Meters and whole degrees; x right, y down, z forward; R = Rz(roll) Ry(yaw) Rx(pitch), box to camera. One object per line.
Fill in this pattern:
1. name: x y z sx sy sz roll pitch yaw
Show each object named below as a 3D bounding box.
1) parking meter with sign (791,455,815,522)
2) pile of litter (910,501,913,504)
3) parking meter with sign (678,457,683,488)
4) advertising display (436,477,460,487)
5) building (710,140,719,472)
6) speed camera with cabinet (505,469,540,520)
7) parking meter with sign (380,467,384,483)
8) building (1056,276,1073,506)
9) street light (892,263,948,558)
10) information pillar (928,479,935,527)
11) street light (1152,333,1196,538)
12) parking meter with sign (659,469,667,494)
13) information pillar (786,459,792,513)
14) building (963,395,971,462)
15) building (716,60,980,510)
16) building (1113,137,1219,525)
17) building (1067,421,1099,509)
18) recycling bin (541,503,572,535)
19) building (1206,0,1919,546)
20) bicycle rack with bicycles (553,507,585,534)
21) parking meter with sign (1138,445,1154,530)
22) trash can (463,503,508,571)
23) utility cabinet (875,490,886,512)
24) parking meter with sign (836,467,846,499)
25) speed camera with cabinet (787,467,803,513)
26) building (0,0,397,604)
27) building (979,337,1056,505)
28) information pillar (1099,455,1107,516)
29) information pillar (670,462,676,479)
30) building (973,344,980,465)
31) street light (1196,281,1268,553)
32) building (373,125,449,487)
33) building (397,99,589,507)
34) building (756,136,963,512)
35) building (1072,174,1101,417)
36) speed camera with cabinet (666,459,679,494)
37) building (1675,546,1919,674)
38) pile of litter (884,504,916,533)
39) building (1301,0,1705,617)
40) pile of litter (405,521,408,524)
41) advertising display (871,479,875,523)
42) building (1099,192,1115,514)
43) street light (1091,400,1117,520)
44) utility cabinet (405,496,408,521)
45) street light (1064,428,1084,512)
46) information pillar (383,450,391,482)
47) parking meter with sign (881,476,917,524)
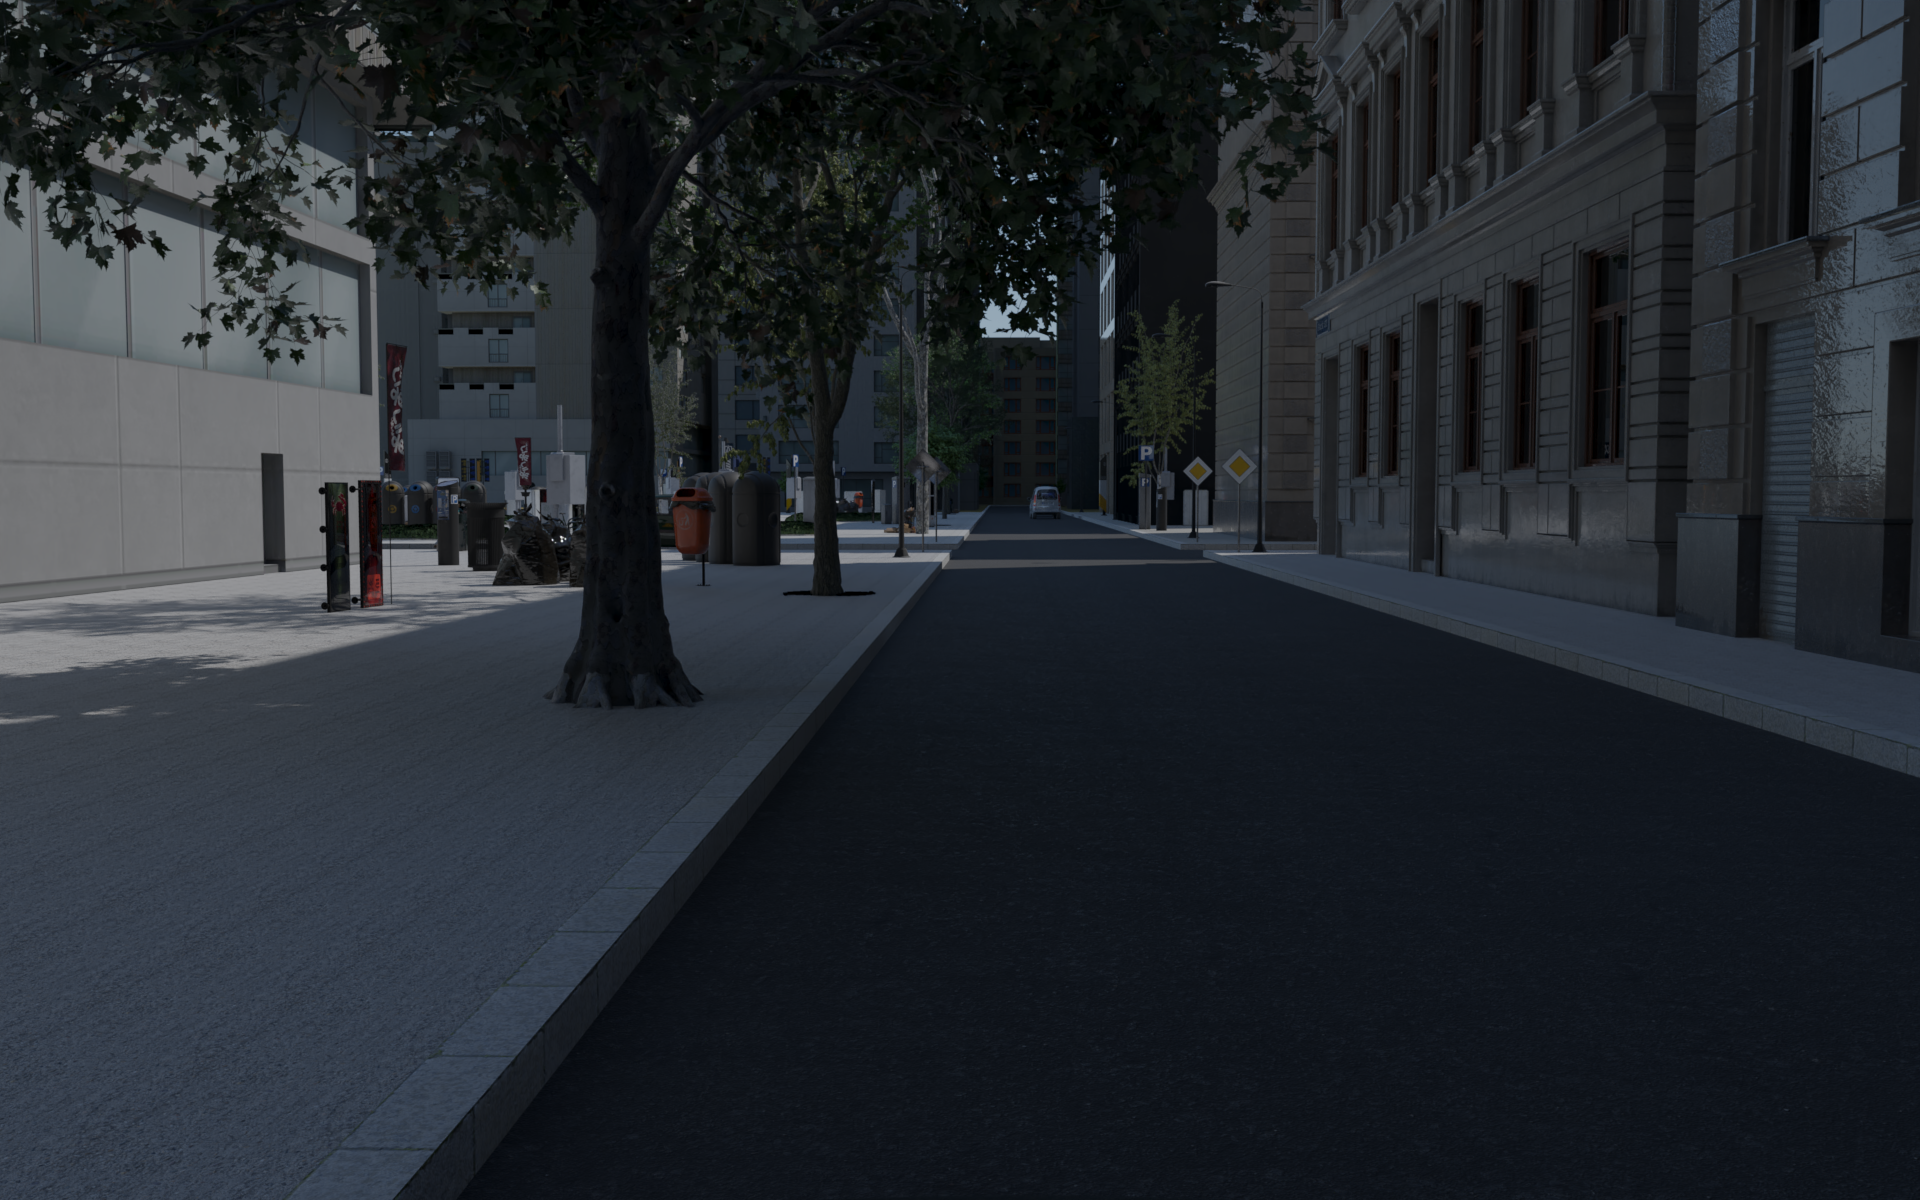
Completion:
1. parking meter with sign: -6.526 -4.893 76.254 1.738 3.016 0.543 1 4 22
2. pile of litter: -2.875 -5.009 95.868 1.719 0.858 1.176 1 4 16
3. parking meter with sign: -12.197 -5.158 80.600 1.738 3.016 0.543 0 4 5
4. advertising display: -19.213 -3.659 65.031 0.123 1.923 0.974 3 5 40
5. building: -19.470 -31.026 190.866 14.086 41.232 14.154 0 4 1
6. speed camera with cabinet: -16.963 -4.506 68.007 0.660 3.252 2.038 2 4 28
7. parking meter with sign: -36.431 -6.998 110.672 0.543 3.016 1.738 1 4 22
8. building: 17.487 -30.922 189.170 14.154 41.232 14.086 0 4 1
9. street light: -0.642 -3.811 34.843 1.470 5.913 1.316 0 4 1
10. information pillar: -1.185 -3.819 66.929 0.304 2.012 0.304 3 4 38
11. street light: 6.253 -4.751 50.227 1.470 5.913 1.316 0 4 1
12. parking meter with sign: -19.972 -7.461 118.246 0.543 3.016 1.738 -2 4 -30
13. information pillar: -11.370 -7.569 115.114 0.183 3.616 0.504 -3 5 -42
14. building: -6.043 -23.970 163.608 14.160 30.474 14.107 0 4 1
15. building: -8.648 -43.232 145.094 20.563 71.187 20.611 0 4 1
16. building: 13.634 -15.185 77.947 12.332 23.373 15.834 0 4 1
17. building: 20.362 -50.406 136.817 22.319 86.520 31.000 0 4 1
18. recycling bin: -11.805 -2.334 50.722 0.722 1.027 0.722 0 4 5
19. building: 20.477 -15.536 51.284 25.104 27.353 12.463 0 4 1
20. bicycle rack with bicycles: -10.028 -2.124 48.103 2.925 0.926 2.852 -1 4 -21
21. parking meter with sign: 6.739 -4.078 62.943 0.543 3.016 1.738 0 4 5
22. trash can: -7.922 -1.058 28.947 0.748 1.137 0.748 0 3 0
23. utility cabinet: -3.999 -4.791 87.019 0.318 1.500 1.173 -1 4 -16
24. parking meter with sign: -8.319 -7.107 112.466 1.738 3.016 0.543 2 4 24
25. speed camera with cabinet: -8.780 -6.150 94.886 0.660 3.252 2.038 1 4 22
26. building: -23.440 -26.371 20.399 27.495 52.752 28.713 0 4 1
27. building: -1.186 -22.848 218.605 28.899 21.520 27.650 0 4 1
28. information pillar: 8.526 -6.839 103.167 0.504 3.616 0.183 -2 4 -30
29. information pillar: -20.241 -7.992 122.027 0.504 3.616 0.183 1 4 10
30. building: -4.976 -33.006 189.751 14.200 45.320 14.600 0 4 1
31. street light: 6.058 -4.003 37.986 1.470 5.913 1.316 0 4 1
32. building: -62.048 -31.079 191.731 14.086 41.232 14.154 0 4 1
33. building: -40.433 -36.334 183.300 27.495 52.752 28.713 0 4 1
34. building: -7.199 -21.833 128.676 14.160 30.474 14.107 0 4 1
35. building: 21.441 -38.253 167.436 21.231 58.520 28.212 0 4 1
36. speed camera with cabinet: -15.670 -6.230 96.193 0.660 3.252 2.038 -2 4 -34
37. building: 12.310 -12.631 3.782 12.463 27.353 25.104 0 4 1
38. pile of litter: -1.878 -2.633 57.011 1.176 0.858 1.719 -1 4 -16
39. building: 12.461 -11.673 27.014 11.583 22.565 21.152 0 4 1
40. pile of litter: -20.053 -3.032 63.545 1.176 0.858 1.719 3 4 38
41. advertising display: -3.837 -4.354 76.408 0.123 1.923 0.974 0 4 -6
42. building: 18.951 -18.275 103.315 19.350 26.468 34.151 0 4 1
43. street light: 7.207 -6.937 85.963 1.470 5.913 1.316 0 4 1
44. utility cabinet: -23.330 -3.872 74.472 1.020 1.237 0.306 0 4 -4
45. street light: 7.970 -9.087 121.109 1.470 5.913 1.316 0 4 1
46. information pillar: -30.636 -6.198 92.696 0.183 3.616 0.504 2 4 25
47. parking meter with sign: -2.538 -4.746 73.860 1.738 3.016 0.543 -2 4 -34
